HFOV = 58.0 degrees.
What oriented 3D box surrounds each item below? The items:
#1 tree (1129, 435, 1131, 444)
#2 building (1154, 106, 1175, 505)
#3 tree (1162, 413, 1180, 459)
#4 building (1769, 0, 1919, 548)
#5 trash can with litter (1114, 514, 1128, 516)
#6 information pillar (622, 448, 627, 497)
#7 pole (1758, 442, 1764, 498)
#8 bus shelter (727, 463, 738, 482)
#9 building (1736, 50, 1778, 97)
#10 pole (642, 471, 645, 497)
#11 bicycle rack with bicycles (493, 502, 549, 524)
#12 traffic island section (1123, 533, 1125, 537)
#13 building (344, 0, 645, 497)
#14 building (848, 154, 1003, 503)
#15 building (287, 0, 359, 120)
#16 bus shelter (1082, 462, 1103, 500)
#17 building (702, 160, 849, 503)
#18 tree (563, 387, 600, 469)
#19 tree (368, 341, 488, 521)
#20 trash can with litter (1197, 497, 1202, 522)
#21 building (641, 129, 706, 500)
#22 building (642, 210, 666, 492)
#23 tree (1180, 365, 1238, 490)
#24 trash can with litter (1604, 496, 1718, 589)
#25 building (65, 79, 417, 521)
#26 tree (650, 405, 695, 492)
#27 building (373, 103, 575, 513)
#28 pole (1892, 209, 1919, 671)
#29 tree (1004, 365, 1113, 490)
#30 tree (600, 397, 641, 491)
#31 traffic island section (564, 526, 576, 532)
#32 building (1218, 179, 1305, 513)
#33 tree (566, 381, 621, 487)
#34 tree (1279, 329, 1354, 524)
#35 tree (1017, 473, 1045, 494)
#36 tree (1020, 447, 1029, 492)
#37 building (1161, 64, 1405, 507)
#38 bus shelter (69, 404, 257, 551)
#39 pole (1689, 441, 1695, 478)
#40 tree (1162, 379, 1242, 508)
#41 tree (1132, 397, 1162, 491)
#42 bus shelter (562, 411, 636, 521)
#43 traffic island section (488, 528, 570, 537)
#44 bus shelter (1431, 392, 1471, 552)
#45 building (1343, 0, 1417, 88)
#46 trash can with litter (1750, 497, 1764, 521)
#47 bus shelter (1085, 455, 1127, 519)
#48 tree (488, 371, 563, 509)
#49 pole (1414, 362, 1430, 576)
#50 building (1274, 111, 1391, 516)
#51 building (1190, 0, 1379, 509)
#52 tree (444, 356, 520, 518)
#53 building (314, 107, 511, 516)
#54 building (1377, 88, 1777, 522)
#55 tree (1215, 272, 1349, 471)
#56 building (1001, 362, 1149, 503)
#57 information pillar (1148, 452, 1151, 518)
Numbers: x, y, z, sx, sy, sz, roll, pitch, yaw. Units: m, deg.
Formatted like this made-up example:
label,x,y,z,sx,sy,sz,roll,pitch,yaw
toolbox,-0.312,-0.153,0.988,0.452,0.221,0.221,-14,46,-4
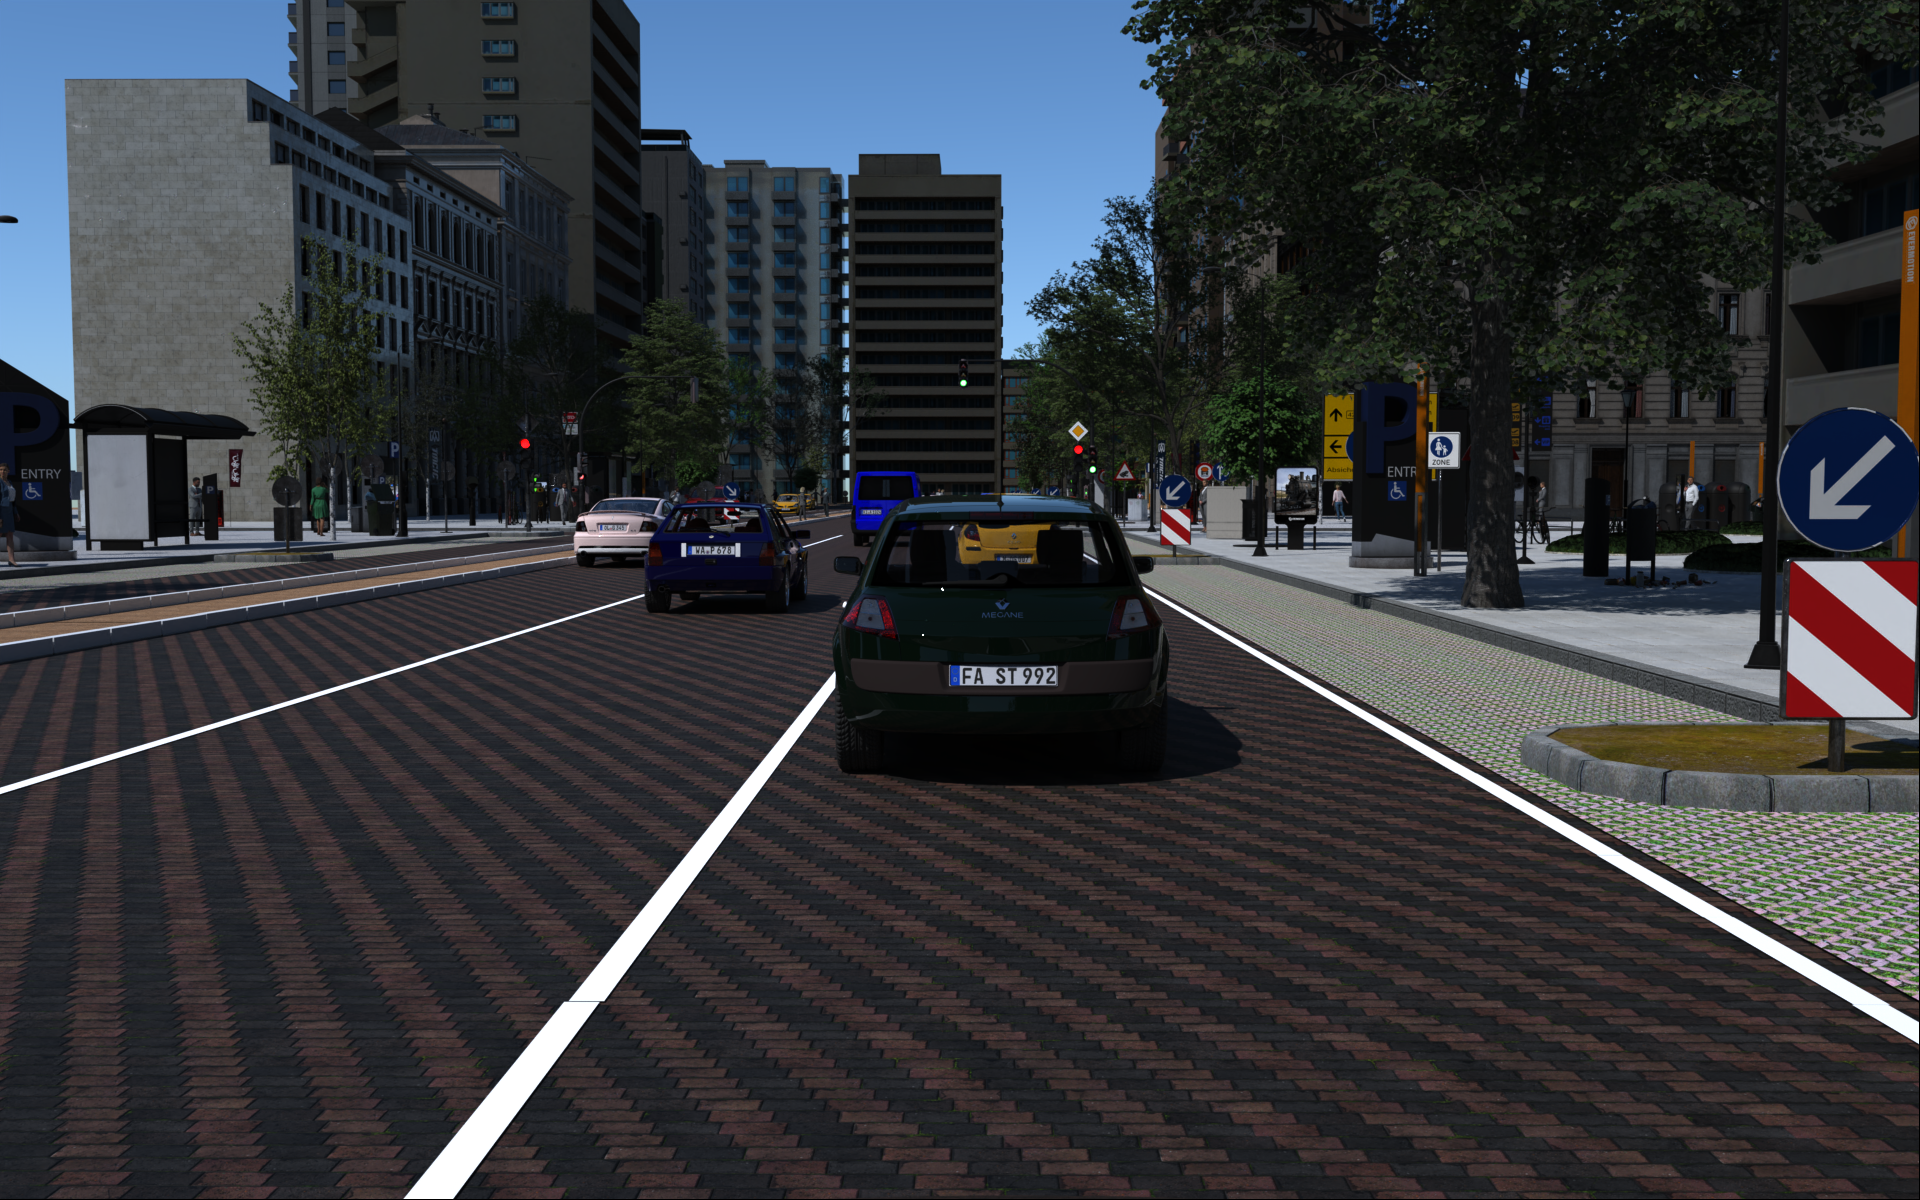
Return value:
label,x,y,z,sx,sy,sz,roll,pitch,yaw
tree,14.488,-10.834,127.496,4.737,8.622,4.395,0,3,0
building,29.596,-33.385,195.948,14.600,45.320,14.200,0,4,1
tree,15.600,-10.143,116.194,4.360,8.622,3.978,0,3,0
building,31.197,-24.999,32.430,21.300,48.544,21.600,0,4,1
trash can with litter,9.650,-5.585,102.380,1.678,1.210,2.233,-1,4,-22
information pillar,-16.793,-5.831,86.696,0.183,3.616,0.504,0,4,5
pole,31.496,-4.544,68.139,0.158,3.312,0.155,0,3,0
bus shelter,-18.673,-8.848,135.944,1.731,3.624,6.357,0,4,0
building,52.305,-17.649,85.830,25.104,27.353,12.463,0,4,1
pole,-19.964,-7.063,109.327,0.158,3.312,0.155,0,3,0
bicycle rack with bicycles,-18.916,-3.774,75.093,2.852,0.926,2.925,-1,4,-13
traffic island section,4.470,-2.224,58.643,2.009,0.180,2.903,0,4,1
building,-40.587,-32.327,152.250,21.300,48.544,21.600,0,4,1
building,-4.716,-38.261,249.268,21.600,48.544,21.300,0,4,1
building,-58.239,-39.836,193.312,28.212,58.520,21.231,0,4,1
bus shelter,8.428,-7.498,113.878,1.731,3.624,6.357,0,4,1
building,-30.775,-38.608,250.843,30.456,49.044,23.786,0,4,1
tree,-24.396,-9.544,106.410,4.360,8.622,3.978,0,3,0
tree,-25.701,-8.095,82.718,4.360,8.622,3.978,0,3,0
trash can with litter,10.528,-4.223,80.101,2.233,1.210,1.678,3,5,44
building,-36.464,-31.361,196.348,14.086,41.232,14.154,0,4,1
building,-37.337,-24.397,170.590,14.160,30.474,14.107,0,4,1
tree,14.589,-8.931,96.384,4.360,8.622,3.978,0,3,0
trash can with litter,9.988,-0.821,24.478,2.233,1.210,1.678,-2,4,-28
building,-35.831,-14.297,88.510,10.420,20.320,16.860,0,4,1
tree,-23.324,-11.542,139.074,4.737,8.622,4.395,0,3,0
building,-37.034,-20.855,126.881,13.634,28.700,20.117,0,4,1
pole,6.895,-1.143,12.534,0.158,3.312,0.155,0,3,0
tree,8.511,-14.150,148.357,9.611,12.733,9.660,0,3,0
tree,-25.098,-10.503,122.083,4.360,8.622,3.978,0,3,0
traffic island section,-14.588,-2.725,66.829,2.009,0.180,2.903,0,4,1
building,26.952,-20.283,128.894,12.463,27.353,25.104,0,4,1
tree,-23.884,-9.888,112.034,4.737,8.622,4.395,0,3,0
tree,15.097,-7.492,72.852,4.360,8.622,3.978,0,3,0
tree,8.633,-13.916,211.236,4.285,4.588,4.351,0,3,0
tree,7.951,-14.468,186.919,4.360,8.622,3.978,0,3,0
building,31.904,-31.793,174.446,22.147,44.769,28.867,0,4,1
bus shelter,-19.052,-2.921,41.690,2.014,3.302,5.546,0,4,1
pole,28.149,-4.453,66.655,0.158,3.312,0.155,0,3,0
tree,15.594,-9.766,110.029,4.737,8.622,4.395,0,3,0
tree,14.807,-10.474,121.610,4.737,8.622,4.395,0,3,0
bus shelter,-18.191,-6.680,86.843,2.179,5.291,8.768,0,4,1
traffic island section,-14.671,-2.236,58.844,2.009,0.180,2.903,0,4,1
bus shelter,10.692,-3.068,41.445,1.731,3.624,6.357,0,4,1
building,50.488,-57.228,248.344,31.000,86.520,22.319,0,4,1
trash can with litter,30.127,-3.332,65.859,0.624,1.170,1.055,-2,4,-30
bus shelter,7.762,-5.955,91.283,2.014,3.302,5.546,0,4,1
tree,-26.177,-9.160,100.132,4.360,8.622,3.978,0,3,0
pole,7.193,-2.026,26.965,0.158,3.312,0.155,0,3,0
building,27.337,-17.058,108.579,12.332,23.373,15.834,0,4,1
building,27.979,-30.756,152.975,14.600,45.320,14.200,0,4,1
tree,-25.669,-8.676,92.209,4.737,8.622,4.395,0,3,0
building,-35.758,-16.997,106.780,11.050,23.489,19.941,0,4,1
building,30.276,-14.409,84.736,18.267,20.994,9.793,0,4,1
tree,16.539,-10.482,89.514,7.486,12.596,7.792,0,3,0
building,20.566,-24.956,253.064,28.899,21.520,27.650,0,4,1
information pillar,10.244,-6.227,93.163,0.183,3.616,0.504,1,4,11
